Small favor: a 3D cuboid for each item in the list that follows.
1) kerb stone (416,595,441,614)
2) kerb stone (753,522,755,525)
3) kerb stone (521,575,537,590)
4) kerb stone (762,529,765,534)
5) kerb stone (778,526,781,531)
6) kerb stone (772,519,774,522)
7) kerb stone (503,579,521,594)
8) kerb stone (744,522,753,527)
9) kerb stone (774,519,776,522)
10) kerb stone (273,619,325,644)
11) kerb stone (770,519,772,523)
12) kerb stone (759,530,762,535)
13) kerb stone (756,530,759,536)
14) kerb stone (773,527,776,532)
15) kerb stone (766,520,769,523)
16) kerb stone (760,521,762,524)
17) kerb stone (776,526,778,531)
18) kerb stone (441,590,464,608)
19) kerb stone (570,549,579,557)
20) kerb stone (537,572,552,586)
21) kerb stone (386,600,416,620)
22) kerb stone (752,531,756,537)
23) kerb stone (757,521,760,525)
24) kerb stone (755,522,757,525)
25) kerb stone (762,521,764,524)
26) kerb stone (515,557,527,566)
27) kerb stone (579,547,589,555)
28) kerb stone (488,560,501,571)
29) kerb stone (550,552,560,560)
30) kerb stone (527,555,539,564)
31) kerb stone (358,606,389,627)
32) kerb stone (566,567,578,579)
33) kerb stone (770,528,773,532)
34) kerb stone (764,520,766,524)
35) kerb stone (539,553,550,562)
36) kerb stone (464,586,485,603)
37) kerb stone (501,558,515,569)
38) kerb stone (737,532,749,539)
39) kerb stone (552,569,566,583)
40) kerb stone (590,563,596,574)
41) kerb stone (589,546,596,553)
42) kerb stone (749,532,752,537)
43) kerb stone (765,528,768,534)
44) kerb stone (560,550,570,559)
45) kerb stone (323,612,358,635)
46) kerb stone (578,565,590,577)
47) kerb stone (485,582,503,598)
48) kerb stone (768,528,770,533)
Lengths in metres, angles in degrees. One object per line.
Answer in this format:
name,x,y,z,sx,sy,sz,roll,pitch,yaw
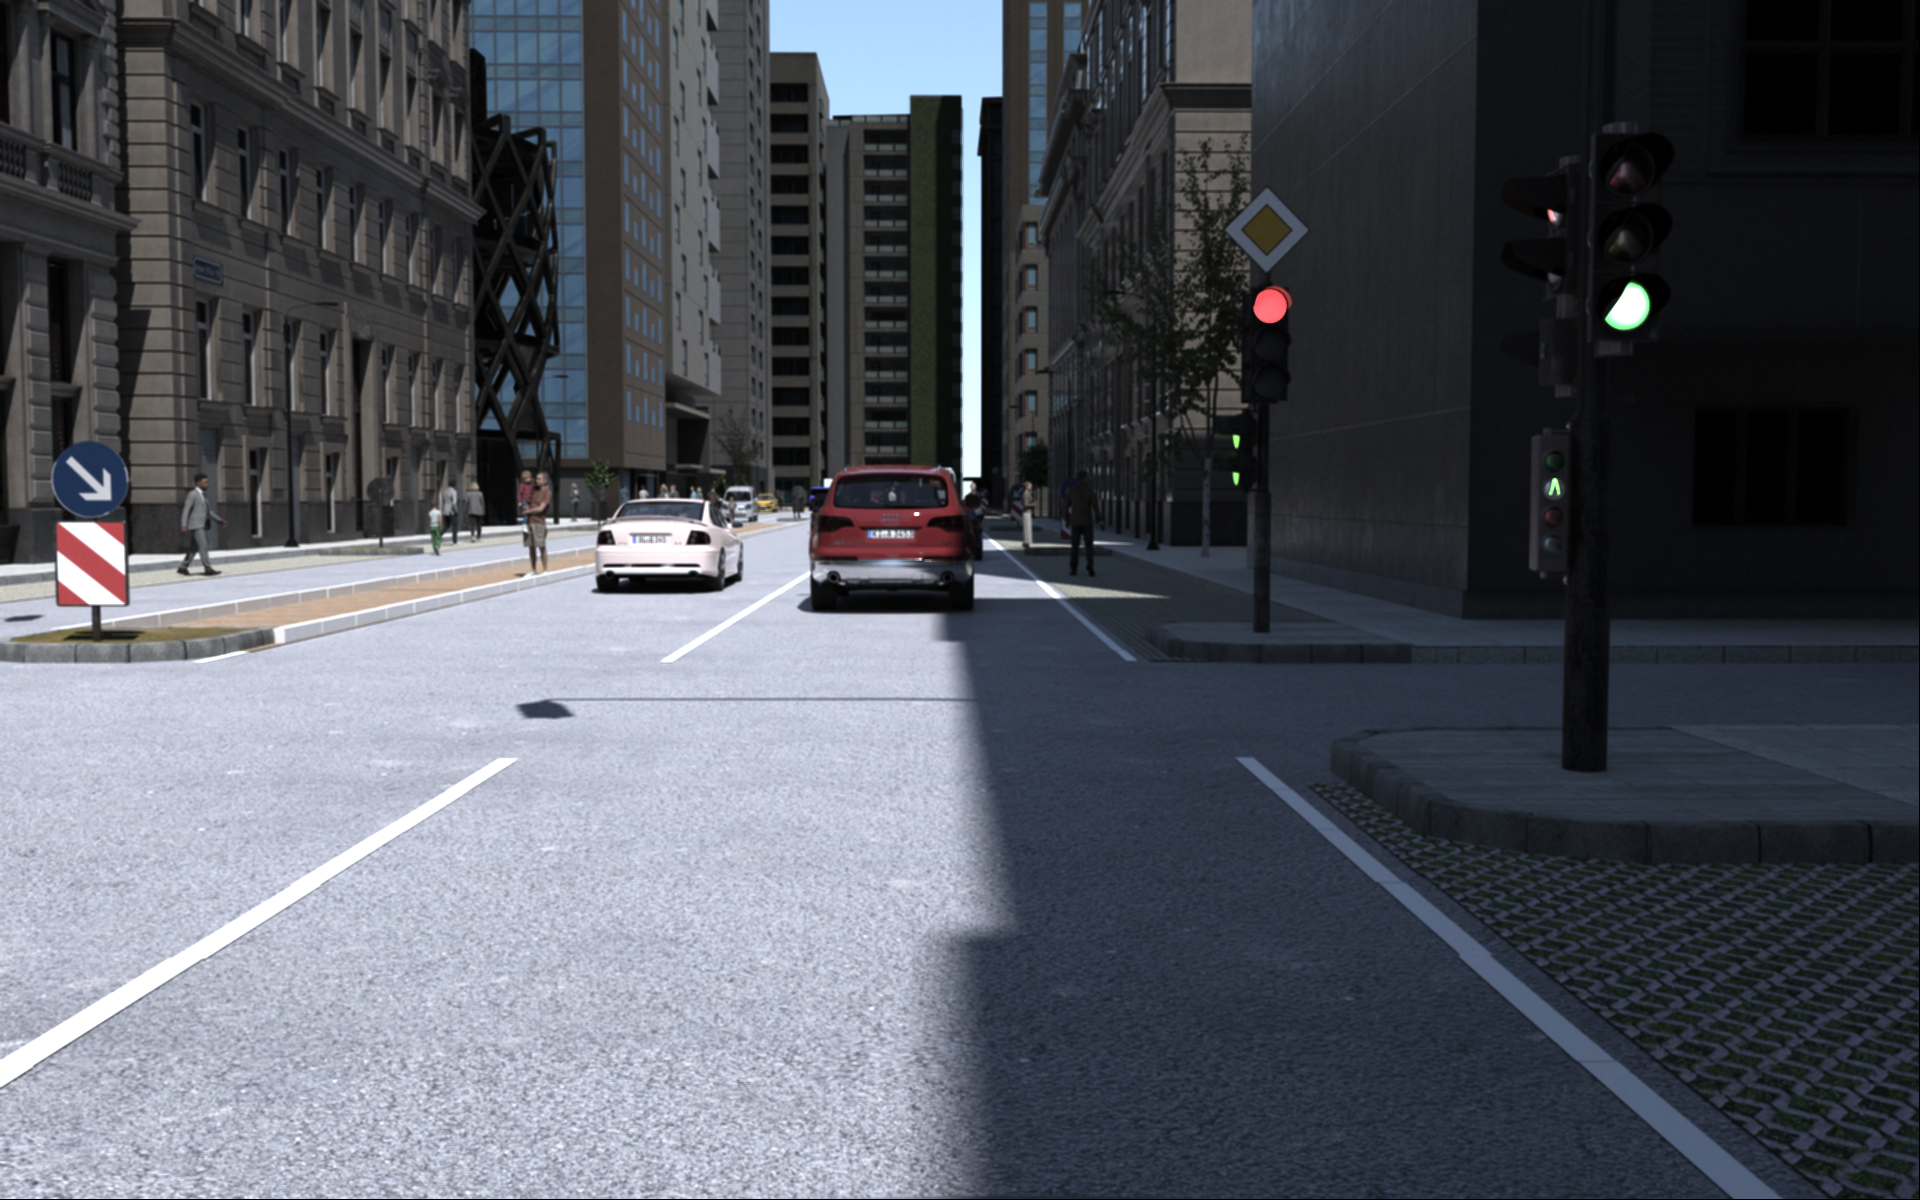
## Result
kerb stone,-6.556,0.066,21.110,0.120,0.150,1.000,0,4,-1
kerb stone,-9.404,-3.382,77.495,0.120,0.150,1.000,0,4,-1
kerb stone,-6.624,-0.242,26.230,0.120,0.150,1.000,0,4,-1
kerb stone,-7.083,-2.379,61.098,0.120,0.150,1.000,0,4,-1
kerb stone,-7.163,-2.754,67.261,0.120,0.150,1.000,0,4,-1
kerb stone,-9.527,-3.946,86.717,0.120,0.150,1.000,0,4,-1
kerb stone,-6.611,-0.183,25.208,0.120,0.150,1.000,0,4,-1
kerb stone,-9.383,-3.320,76.472,0.120,0.150,1.000,0,4,-1
kerb stone,-9.542,-4.009,87.746,0.120,0.150,1.000,0,4,-1
kerb stone,-6.505,0.317,17.014,0.120,0.150,1.000,0,4,-1
kerb stone,-9.512,-3.883,85.686,0.120,0.150,1.000,0,4,-1
kerb stone,-7.069,-2.313,60.069,0.120,0.150,1.000,0,4,-1
kerb stone,-7.058,-2.251,59.045,0.120,0.150,1.000,0,4,-1
kerb stone,-7.142,-2.630,65.217,0.120,0.150,1.000,0,4,-1
kerb stone,-9.477,-3.753,83.642,0.120,0.150,1.000,0,4,-1
kerb stone,-9.444,-3.569,80.575,0.120,0.150,1.000,0,4,-1
kerb stone,-7.150,-2.690,66.239,0.120,0.150,1.000,0,4,-1
kerb stone,-6.573,0.004,22.133,0.120,0.150,1.000,0,4,-1
kerb stone,-8.910,-1.060,39.533,0.120,0.150,1.000,0,4,-1
kerb stone,-6.636,-0.309,27.262,0.120,0.150,1.000,0,4,-1
kerb stone,-6.544,0.129,20.080,0.120,0.150,1.000,0,4,-1
kerb stone,-7.044,-2.188,58.023,0.120,0.150,1.000,0,4,-1
kerb stone,-9.428,-3.504,79.549,0.120,0.150,1.000,0,4,-1
kerb stone,-9.420,-3.445,78.520,0.120,0.150,1.000,0,4,-1
kerb stone,-9.456,-3.626,81.597,0.120,0.150,1.000,0,4,-1
kerb stone,-8.829,-0.748,34.419,0.120,0.150,1.000,0,4,-1
kerb stone,-8.912,-1.123,40.561,0.120,0.150,1.000,0,4,-1
kerb stone,-8.809,-0.620,32.371,0.120,0.150,1.000,0,4,-1
kerb stone,-8.876,-0.934,37.487,0.120,0.150,1.000,0,4,-1
kerb stone,-8.847,-0.800,35.441,0.120,0.150,1.000,0,4,-1
kerb stone,-6.533,0.196,19.058,0.120,0.150,1.000,0,4,-1
kerb stone,-6.674,-0.433,29.314,0.120,0.150,1.000,0,4,-1
kerb stone,-7.129,-2.568,64.185,0.120,0.150,1.000,0,4,-1
kerb stone,-9.472,-3.696,82.619,0.120,0.150,1.000,0,4,-1
kerb stone,-8.860,-0.873,36.463,0.120,0.150,1.000,0,4,-1
kerb stone,-6.580,-0.059,23.157,0.120,0.150,1.000,0,4,-1
kerb stone,-8.821,-0.685,33.396,0.120,0.150,1.000,0,4,-1
kerb stone,-7.026,-2.062,55.971,0.120,0.150,1.000,0,4,-1
kerb stone,-6.650,-0.373,28.287,0.120,0.150,1.000,0,4,-1
kerb stone,-6.698,-0.550,31.362,0.120,0.150,1.000,0,4,-1
kerb stone,-8.932,-1.186,41.583,0.120,0.150,1.000,0,4,-1
kerb stone,-7.037,-2.129,56.997,0.120,0.150,1.000,0,4,-1
kerb stone,-7.103,-2.441,62.129,0.120,0.150,1.000,0,4,-1
kerb stone,-8.885,-0.994,38.511,0.120,0.150,1.000,0,4,-1
kerb stone,-6.520,0.257,18.036,0.120,0.150,1.000,0,4,-1
kerb stone,-6.686,-0.498,30.336,0.120,0.150,1.000,0,4,-1
kerb stone,-6.599,-0.122,24.186,0.120,0.150,1.000,0,4,-1
kerb stone,-7.115,-2.505,63.163,0.120,0.150,1.000,0,4,-1
